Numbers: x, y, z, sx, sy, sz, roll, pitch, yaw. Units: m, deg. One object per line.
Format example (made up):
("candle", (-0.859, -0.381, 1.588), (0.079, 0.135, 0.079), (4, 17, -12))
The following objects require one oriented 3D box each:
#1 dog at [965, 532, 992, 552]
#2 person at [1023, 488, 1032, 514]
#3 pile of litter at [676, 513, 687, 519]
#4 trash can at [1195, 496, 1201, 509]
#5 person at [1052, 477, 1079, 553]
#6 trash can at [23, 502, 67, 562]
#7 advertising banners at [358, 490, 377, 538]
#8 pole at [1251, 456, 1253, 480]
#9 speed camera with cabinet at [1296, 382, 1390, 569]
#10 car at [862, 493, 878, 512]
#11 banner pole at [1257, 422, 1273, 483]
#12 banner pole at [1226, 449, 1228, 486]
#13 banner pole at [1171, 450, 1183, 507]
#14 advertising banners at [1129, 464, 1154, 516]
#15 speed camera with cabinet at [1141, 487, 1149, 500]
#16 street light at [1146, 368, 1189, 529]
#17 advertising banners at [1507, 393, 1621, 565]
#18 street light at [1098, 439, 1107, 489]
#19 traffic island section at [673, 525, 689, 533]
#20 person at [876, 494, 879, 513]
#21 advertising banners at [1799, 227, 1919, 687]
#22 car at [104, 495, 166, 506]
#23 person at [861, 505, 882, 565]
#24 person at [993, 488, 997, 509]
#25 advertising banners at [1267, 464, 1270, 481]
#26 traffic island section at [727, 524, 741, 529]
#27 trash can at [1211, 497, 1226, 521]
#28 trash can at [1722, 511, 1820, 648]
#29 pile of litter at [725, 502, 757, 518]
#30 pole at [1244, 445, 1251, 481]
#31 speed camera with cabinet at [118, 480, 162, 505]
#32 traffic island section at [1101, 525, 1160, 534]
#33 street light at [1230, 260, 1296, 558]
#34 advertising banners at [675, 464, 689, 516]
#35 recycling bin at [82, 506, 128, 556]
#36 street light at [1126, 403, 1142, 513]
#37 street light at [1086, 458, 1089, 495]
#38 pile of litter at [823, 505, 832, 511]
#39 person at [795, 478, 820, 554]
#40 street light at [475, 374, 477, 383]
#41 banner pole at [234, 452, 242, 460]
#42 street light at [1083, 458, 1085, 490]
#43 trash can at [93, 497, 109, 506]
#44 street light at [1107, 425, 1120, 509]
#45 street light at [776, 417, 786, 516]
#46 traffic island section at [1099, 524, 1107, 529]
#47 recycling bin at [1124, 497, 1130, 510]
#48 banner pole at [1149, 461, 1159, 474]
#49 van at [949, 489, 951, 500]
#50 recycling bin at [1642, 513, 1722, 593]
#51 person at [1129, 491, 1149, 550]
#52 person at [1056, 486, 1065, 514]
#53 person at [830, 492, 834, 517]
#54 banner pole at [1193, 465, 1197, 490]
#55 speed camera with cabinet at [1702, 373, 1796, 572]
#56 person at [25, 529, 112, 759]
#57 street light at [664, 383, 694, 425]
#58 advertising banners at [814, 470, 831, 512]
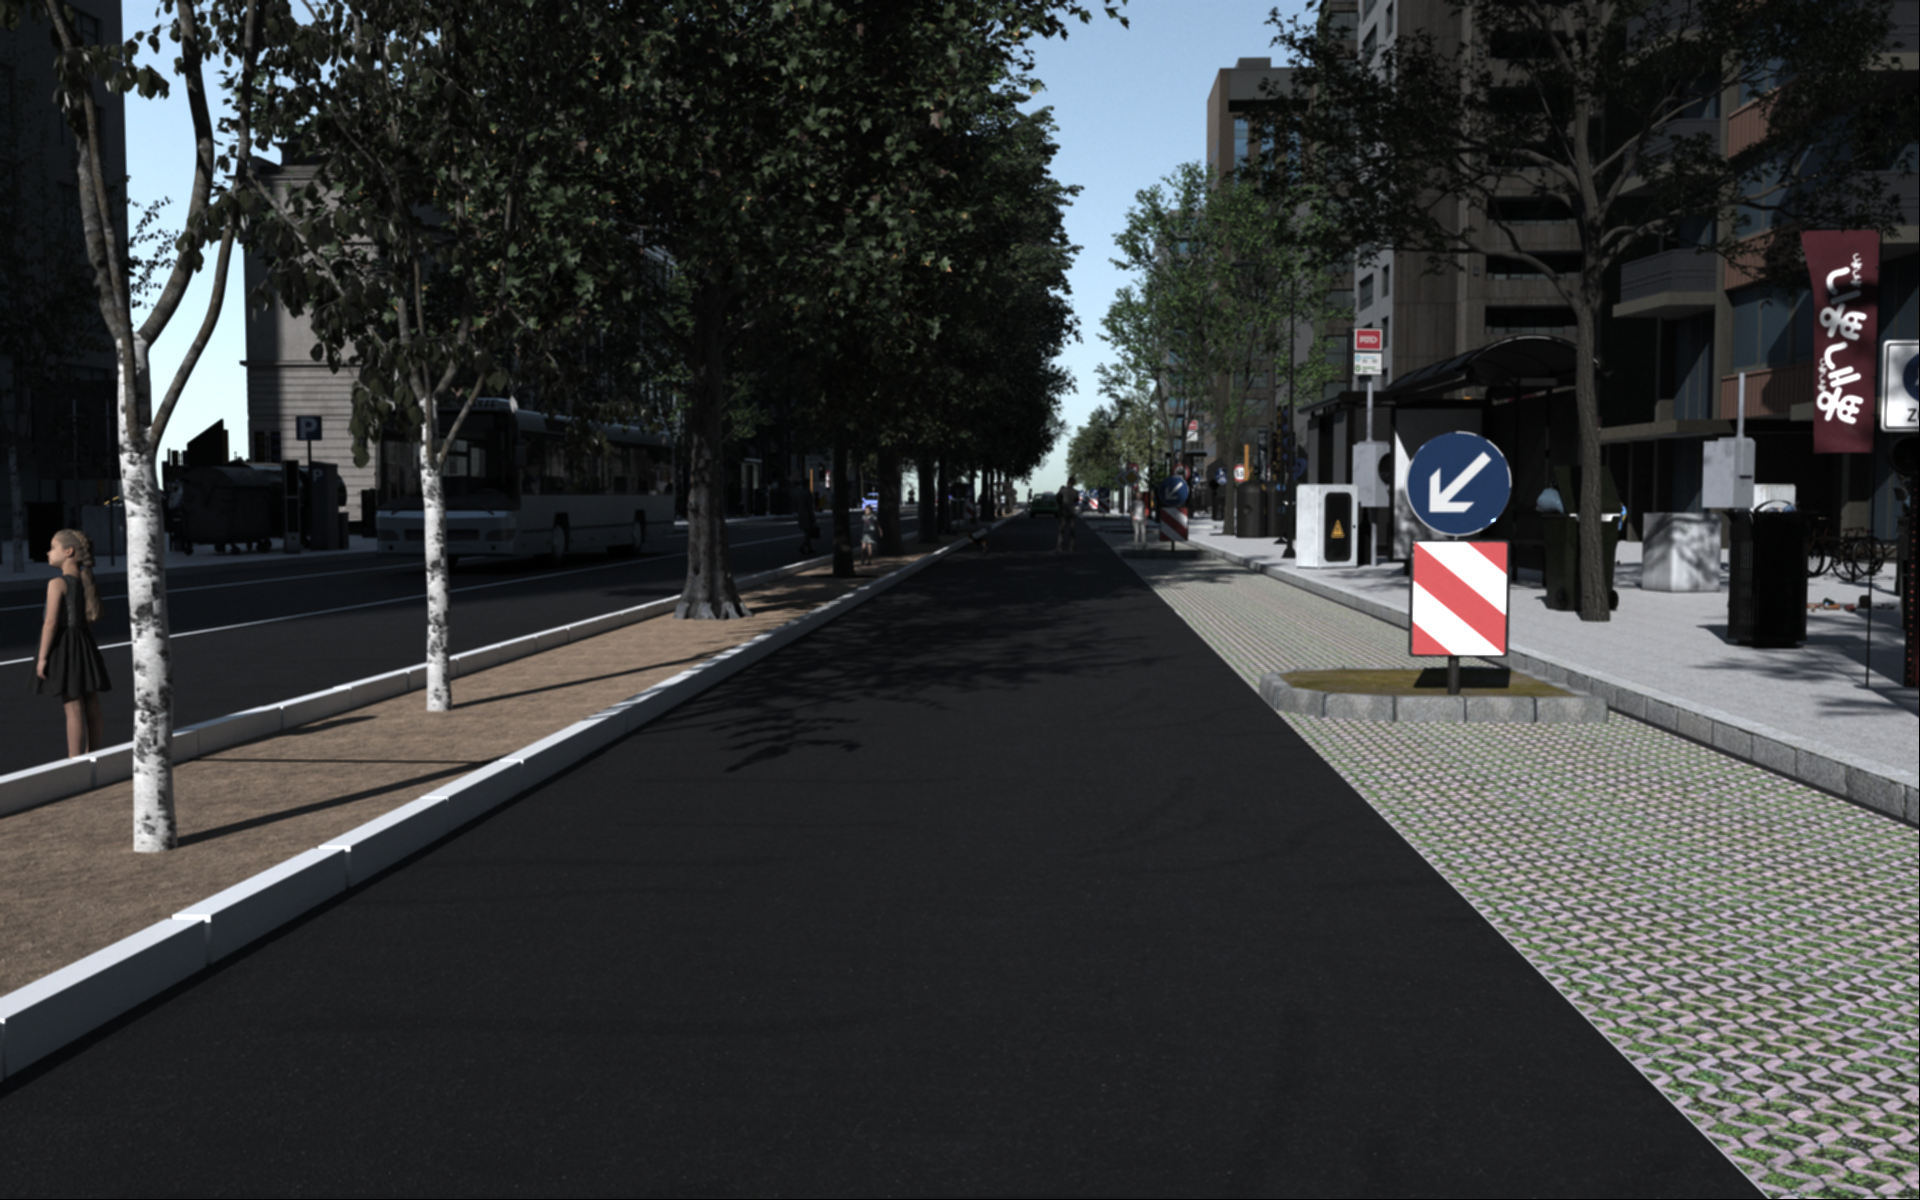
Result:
("dog", (0.446, -1.428, 42.631), (0.540, 0.507, 0.406), (-2, 4, -32))
("person", (4.984, -7.188, 125.872), (0.795, 1.843, 0.661), (0, 4, 7))
("pile of litter", (-14.036, -4.676, 90.420), (1.719, 0.858, 1.176), (0, 4, -4))
("trash can", (18.635, -7.612, 136.103), (0.748, 1.137, 0.748), (0, 3, 0))
("person", (2.589, -2.089, 42.462), (0.655, 1.846, 0.447), (-1, 4, -14))
("trash can", (-17.283, -1.290, 32.750), (0.748, 1.137, 0.748), (0, 3, 0))
("advertising banners", (-16.705, -3.365, 51.205), (2.074, 3.025, 0.090), (-1, 4, -22))
("pole", (15.434, -5.990, 91.775), (0.158, 3.312, 0.155), (0, 3, 0))
("speed camera with cabinet", (6.775, -2.188, 30.114), (2.038, 3.252, 0.660), (-2, 4, -34))
("car", (-6.617, -7.668, 134.959), (1.945, 1.707, 3.694), (0, 4, 4))
("banner pole", (10.600, -4.280, 59.994), (0.863, 3.779, 0.401), (-2, 4, -34))
("banner pole", (14.934, -6.507, 96.400), (0.401, 3.779, 0.863), (2, 4, 29))
("banner pole", (10.716, -5.854, 85.732), (0.863, 3.779, 0.401), (2, 4, 24))
("advertising banners", (10.781, -6.337, 99.791), (2.074, 3.025, 0.090), (0, 4, -1))
("speed camera with cabinet", (15.222, -8.955, 140.749), (0.660, 3.252, 2.038), (-3, 4, -38))
("street light", (7.695, -5.570, 63.617), (1.470, 5.913, 1.316), (0, 4, 3))
("advertising banners", (10.499, -2.078, 30.166), (2.074, 3.025, 0.090), (0, 4, -4))
("street light", (12.358, -10.648, 146.631), (1.470, 5.913, 1.316), (0, 4, 3))
("traffic island section", (-10.789, -2.599, 64.776), (2.009, 0.180, 2.903), (0, 4, 3))
("person", (-6.056, -7.482, 131.007), (0.537, 1.800, 0.526), (2, 4, 33))
("advertising banners", (6.554, -0.931, 11.405), (2.074, 3.025, 0.090), (0, 4, 4))
("car", (-34.000, -3.714, 70.944), (3.980, 1.641, 2.015), (0, 4, 4))
("person", (-1.780, -1.300, 34.771), (0.505, 1.210, 0.382), (1, 4, 17))
("person", (1.991, -6.078, 107.715), (0.661, 1.843, 0.795), (0, 4, -8))
("advertising banners", (17.398, -6.368, 100.304), (2.074, 3.025, 0.090), (-3, 4, -38))
("traffic island section", (-10.344, -3.087, 72.748), (2.009, 0.180, 2.903), (0, 4, 3))
("trash can", (12.326, -4.342, 82.639), (0.748, 1.137, 0.748), (0, 3, 0))
("trash can", (6.811, -0.180, 14.596), (0.748, 1.137, 0.748), (0, 3, 0))
("pile of litter", (-11.906, -4.893, 93.957), (1.719, 0.858, 1.176), (1, 4, 16))
("pole", (11.807, -4.749, 71.487), (0.158, 3.312, 0.155), (0, 3, 0))
("speed camera with cabinet", (-28.566, -4.035, 60.311), (2.038, 3.252, 0.660), (3, 5, 39))
("traffic island section", (6.325, -2.541, 63.820), (2.009, 0.180, 2.903), (0, 4, 3))
("street light", (6.069, -3.795, 34.581), (1.470, 5.913, 1.316), (0, 4, 3))
("advertising banners", (-15.872, -6.411, 101.000), (2.074, 3.025, 0.090), (-2, 4, -26))
("recycling bin", (-17.891, -1.450, 36.266), (0.722, 1.027, 0.722), (-1, 4, -10))
("street light", (9.125, -7.057, 87.923), (1.470, 5.913, 1.316), (0, 4, 3))
("street light", (15.018, -13.477, 192.883), (1.470, 5.913, 1.316), (0, 4, 3))
("pile of litter", (-10.629, -7.312, 133.521), (1.719, 0.858, 1.176), (0, 4, 0))
("person", (-3.650, -2.011, 41.481), (0.694, 1.812, 0.767), (3, 5, 45))
("street light", (-13.108, -4.668, 48.860), (1.470, 5.913, 1.316), (0, 4, 3))
("banner pole", (-42.670, -6.876, 102.446), (0.863, 3.779, 0.401), (2, 4, 33))
("street light", (16.583, -15.280, 222.366), (1.470, 5.913, 1.316), (0, 4, 3))
("trash can", (-40.215, -4.254, 81.204), (0.748, 1.137, 0.748), (0, 3, 0))
("street light", (10.835, -8.833, 116.954), (1.470, 5.913, 1.316), (0, 4, 3))
("street light", (-10.195, -7.942, 102.393), (1.470, 5.913, 1.316), (0, 4, 3))
("traffic island section", (6.770, -3.028, 71.793), (2.009, 0.180, 2.903), (0, 4, 3))
("recycling bin", (13.067, -7.624, 137.205), (0.722, 1.027, 0.722), (1, 4, 21))
("banner pole", (13.535, -7.971, 120.337), (0.863, 3.779, 0.401), (0, 4, 3))
("van", (-0.616, -11.497, 192.358), (2.240, 2.365, 5.245), (0, 4, 4))
("recycling bin", (9.524, -0.631, 22.872), (0.722, 1.027, 0.722), (-1, 4, -12))
("person", (4.464, -1.946, 42.905), (0.523, 1.515, 0.503), (3, 5, 40))
("person", (4.439, -4.023, 74.524), (0.600, 1.795, 0.529), (1, 4, 9))
("person", (-7.837, -6.141, 108.769), (0.638, 1.841, 0.748), (0, 4, 2))
("banner pole", (17.742, -8.658, 131.567), (0.401, 3.779, 0.863), (-2, 4, -33))
("speed camera with cabinet", (13.188, -2.115, 28.920), (2.038, 3.252, 0.660), (-3, 4, -37))
("person", (-4.533, 0.268, 8.781), (0.373, 1.253, 0.362), (1, 4, 10))
("street light", (-11.807, -6.119, 72.586), (1.470, 5.913, 1.316), (0, 4, 3))
("advertising banners", (-10.394, -7.949, 126.157), (2.074, 3.025, 0.090), (0, 4, -7))
